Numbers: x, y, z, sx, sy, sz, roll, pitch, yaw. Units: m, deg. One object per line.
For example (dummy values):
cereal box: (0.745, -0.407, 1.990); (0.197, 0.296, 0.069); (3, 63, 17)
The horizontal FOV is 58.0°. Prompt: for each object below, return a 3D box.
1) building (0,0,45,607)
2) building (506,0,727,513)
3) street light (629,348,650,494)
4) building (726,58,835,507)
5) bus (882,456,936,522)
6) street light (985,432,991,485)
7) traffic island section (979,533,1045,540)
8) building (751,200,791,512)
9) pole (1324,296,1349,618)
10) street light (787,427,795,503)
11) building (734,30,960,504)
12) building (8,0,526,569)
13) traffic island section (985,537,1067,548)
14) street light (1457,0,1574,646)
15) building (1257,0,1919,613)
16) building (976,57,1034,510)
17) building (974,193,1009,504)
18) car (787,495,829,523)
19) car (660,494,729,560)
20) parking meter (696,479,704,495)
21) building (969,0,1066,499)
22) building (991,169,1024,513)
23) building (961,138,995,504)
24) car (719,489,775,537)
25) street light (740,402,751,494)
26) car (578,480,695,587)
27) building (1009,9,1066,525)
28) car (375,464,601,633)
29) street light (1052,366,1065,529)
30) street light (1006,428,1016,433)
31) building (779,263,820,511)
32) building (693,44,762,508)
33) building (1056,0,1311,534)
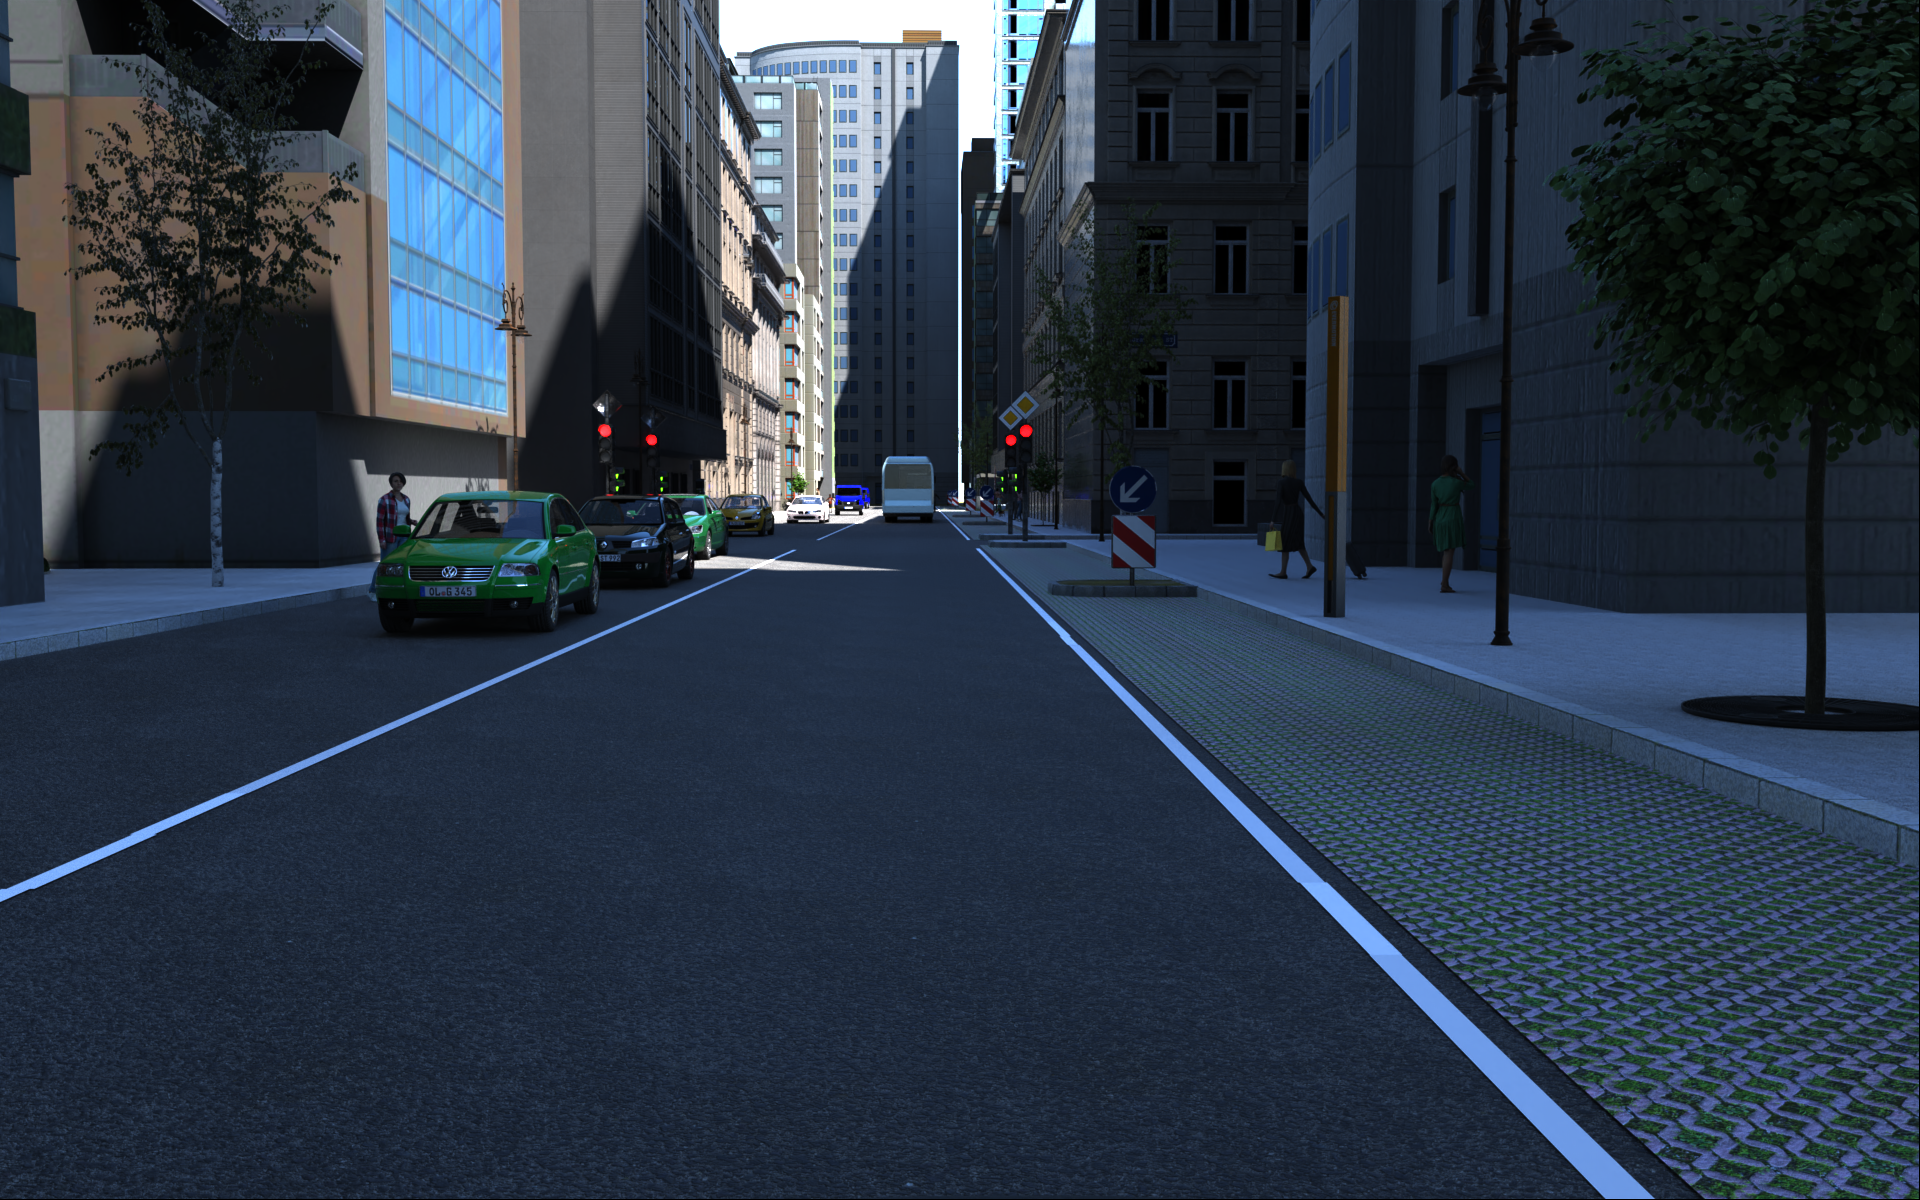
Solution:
building: (-17.781, -20.111, 12.409); (14.154, 41.232, 14.086); (0, 4, -1)
building: (-17.308, -16.641, 65.584); (14.314, 27.812, 24.014); (0, 4, -1)
street light: (-10.147, -5.029, 55.013); (0.468, 5.910, 1.993); (0, 4, -1)
building: (-19.381, -29.456, 165.201); (14.154, 41.232, 14.086); (0, 4, -1)
bus: (-2.678, -5.900, 91.320); (2.948, 3.499, 13.247); (0, 4, -1)
street light: (2.049, -9.584, 129.490); (0.468, 5.910, 1.993); (0, 4, -1)
traffic island section: (1.625, -2.010, 55.150); (2.009, 0.180, 2.903); (0, 4, -1)
building: (-18.837, -16.741, 115.513); (13.314, 21.916, 24.055); (0, 4, -1)
pole: (3.906, -1.476, 17.974); (0.158, 3.312, 0.155); (0, 3, 0)
street light: (-11.603, -8.965, 119.359); (0.468, 5.910, 1.993); (0, 4, -1)
building: (-14.364, -41.693, 223.681); (28.212, 58.520, 21.231); (0, 4, -1)
building: (-17.912, -23.568, 35.454); (14.200, 45.320, 14.600); (0, 4, -1)
traffic island section: (1.795, -1.522, 47.166); (2.009, 0.180, 2.903); (0, 4, -1)
street light: (4.606, -2.554, 14.550); (0.468, 5.910, 1.993); (0, 4, -1)
building: (17.346, -29.909, 31.019); (21.231, 58.520, 28.212); (0, 4, -1)
building: (17.695, -27.969, 149.179); (32.217, 40.220, 23.993); (0, 4, -1)
building: (8.306, -24.257, 168.295); (14.160, 30.474, 14.107); (0, 4, -1)
car: (-7.542, -4.519, 86.247); (2.083, 1.381, 4.827); (0, 4, 0)
car: (-6.361, -1.674, 39.174); (2.131, 1.459, 4.920); (0, 3, 0)
parking meter: (-9.829, -3.657, 65.500); (0.255, 1.863, 0.399); (0, 4, 6)
building: (12.602, -53.617, 189.317); (22.319, 86.520, 31.000); (0, 4, -1)
building: (9.742, -18.127, 115.439); (14.314, 24.678, 30.058); (0, 4, -1)
building: (7.348, -34.912, 220.921); (14.200, 45.320, 14.600); (0, 4, -1)
car: (-7.416, -3.020, 59.593); (2.015, 1.641, 3.980); (0, 4, 1)
street light: (-10.809, -6.997, 87.188); (0.468, 5.910, 1.993); (0, 4, -1)
car: (-5.338, -1.102, 27.798); (2.009, 1.686, 4.222); (0, 4, -1)
building: (11.197, -15.408, 85.198); (16.112, 22.955, 30.059); (0, 4, -1)
car: (-5.170, -0.646, 19.351); (1.959, 1.807, 4.718); (0, 4, -3)
street light: (3.497, -5.506, 62.811); (0.468, 5.910, 1.993); (0, 4, -1)
street light: (2.834, -7.525, 95.829); (0.468, 5.910, 1.993); (0, 4, -1)
building: (-26.378, -18.297, 144.197); (27.650, 21.520, 28.899); (0, 4, -1)
building: (-17.694, -17.946, 90.680); (12.463, 27.353, 25.104); (0, 4, -1)
building: (16.219, -16.124, 60.891); (25.104, 27.353, 12.463); (0, 4, -1)
